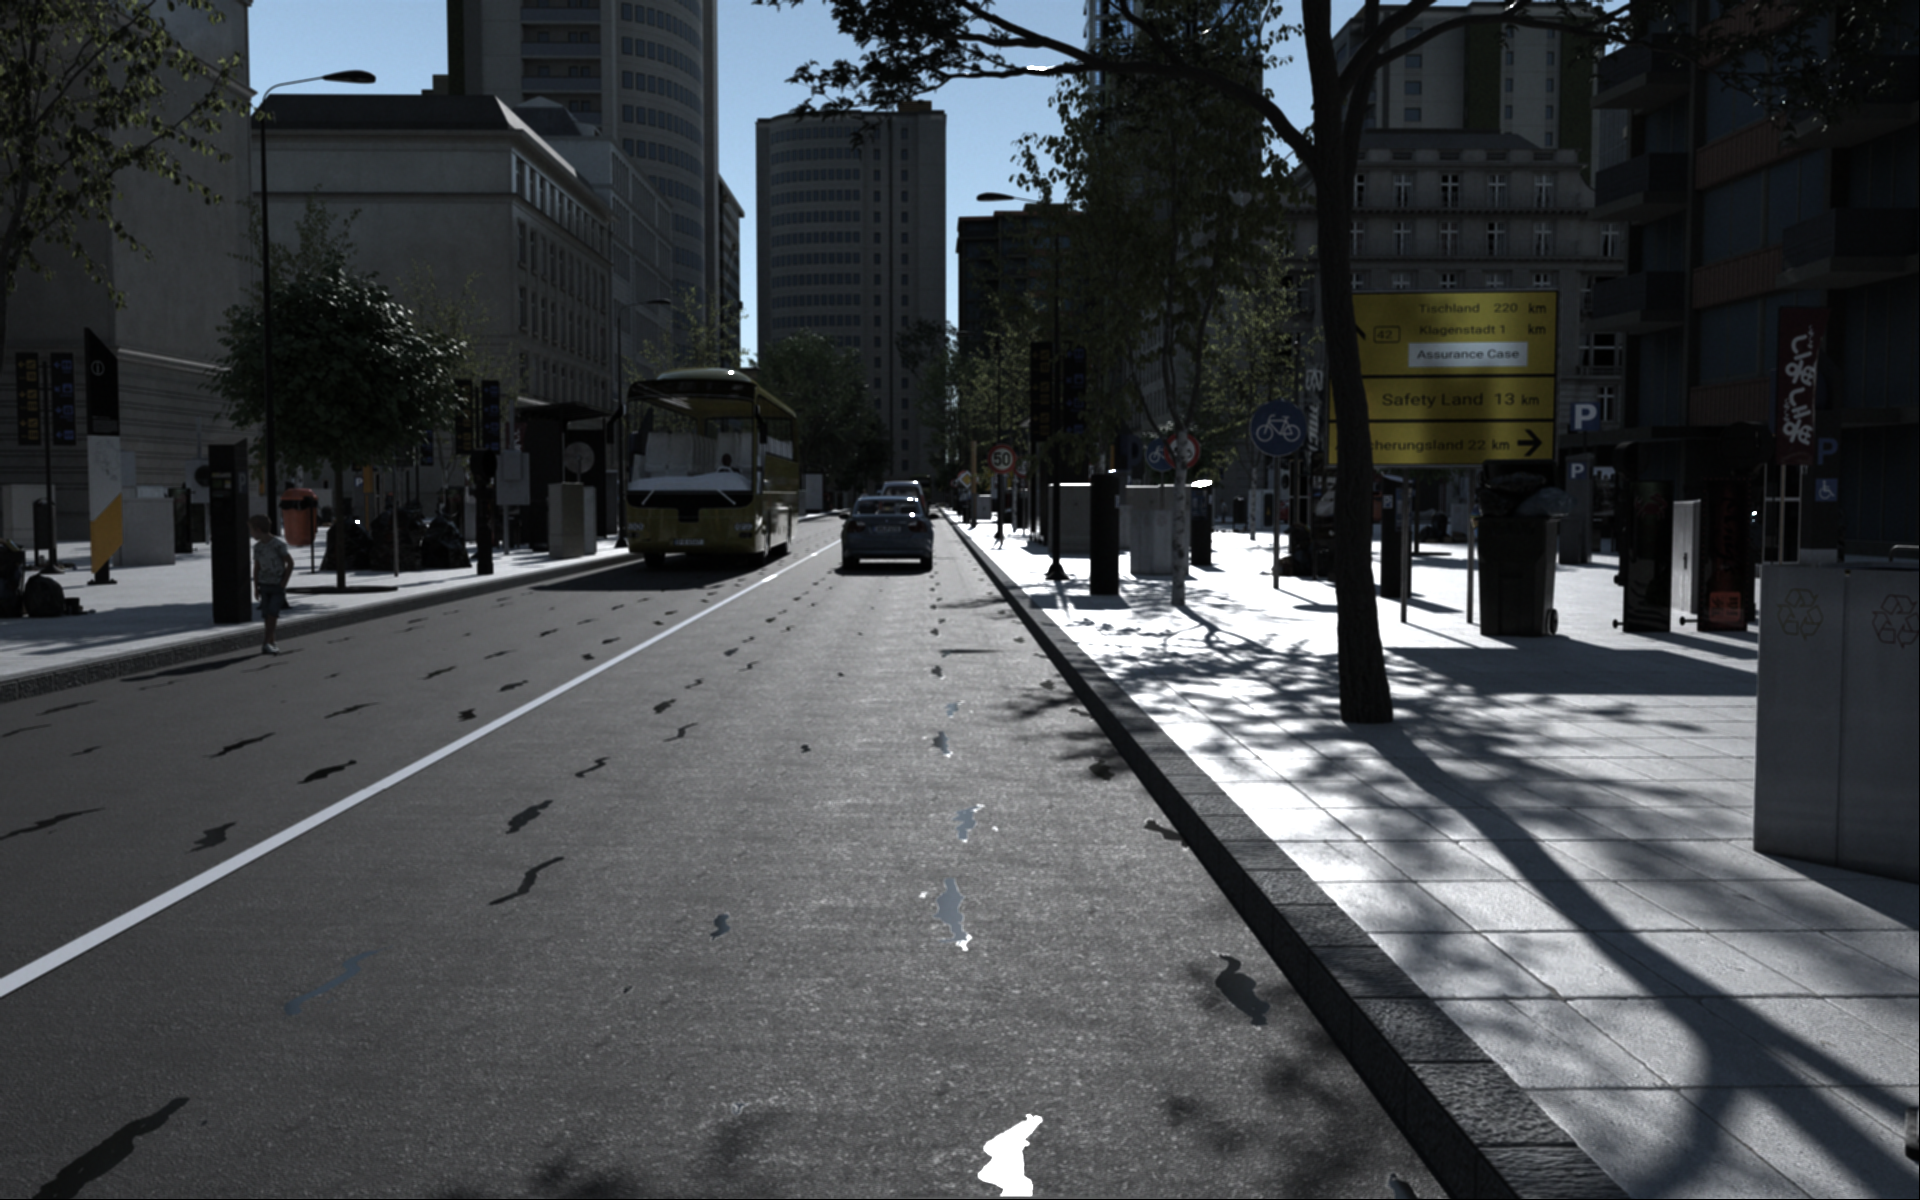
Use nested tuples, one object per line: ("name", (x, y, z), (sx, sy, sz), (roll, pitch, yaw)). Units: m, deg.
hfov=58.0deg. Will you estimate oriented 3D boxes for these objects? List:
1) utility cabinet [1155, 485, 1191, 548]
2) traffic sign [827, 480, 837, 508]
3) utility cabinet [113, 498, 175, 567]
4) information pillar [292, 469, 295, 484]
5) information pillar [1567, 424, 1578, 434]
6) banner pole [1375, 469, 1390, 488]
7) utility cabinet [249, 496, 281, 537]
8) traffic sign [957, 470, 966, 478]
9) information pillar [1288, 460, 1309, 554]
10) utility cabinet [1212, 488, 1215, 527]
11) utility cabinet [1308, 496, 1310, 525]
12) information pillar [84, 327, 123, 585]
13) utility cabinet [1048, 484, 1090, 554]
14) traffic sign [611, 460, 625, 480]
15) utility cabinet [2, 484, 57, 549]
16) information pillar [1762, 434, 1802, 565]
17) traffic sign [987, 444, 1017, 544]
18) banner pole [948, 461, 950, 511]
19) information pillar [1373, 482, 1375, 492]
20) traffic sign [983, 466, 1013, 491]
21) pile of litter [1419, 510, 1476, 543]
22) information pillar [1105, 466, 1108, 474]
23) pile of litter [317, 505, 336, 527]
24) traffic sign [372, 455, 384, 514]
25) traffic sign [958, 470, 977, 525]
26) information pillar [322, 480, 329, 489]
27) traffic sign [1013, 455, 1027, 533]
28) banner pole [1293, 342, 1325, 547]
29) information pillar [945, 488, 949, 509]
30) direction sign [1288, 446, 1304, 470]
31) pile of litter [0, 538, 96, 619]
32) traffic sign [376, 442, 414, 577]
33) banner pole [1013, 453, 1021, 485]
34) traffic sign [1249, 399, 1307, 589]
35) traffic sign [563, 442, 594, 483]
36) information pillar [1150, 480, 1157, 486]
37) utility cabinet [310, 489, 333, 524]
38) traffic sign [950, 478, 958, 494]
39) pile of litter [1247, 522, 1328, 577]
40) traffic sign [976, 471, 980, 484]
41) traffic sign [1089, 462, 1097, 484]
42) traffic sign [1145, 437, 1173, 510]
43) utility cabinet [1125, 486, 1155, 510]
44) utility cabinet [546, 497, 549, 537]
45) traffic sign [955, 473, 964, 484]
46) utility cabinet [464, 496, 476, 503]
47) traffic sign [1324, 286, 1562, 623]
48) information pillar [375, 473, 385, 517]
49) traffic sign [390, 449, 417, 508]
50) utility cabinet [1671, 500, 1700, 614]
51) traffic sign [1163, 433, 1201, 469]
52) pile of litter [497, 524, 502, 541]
("utility cabinet", (5.274, -1.968, 40.852), (1.173, 1.500, 0.318), (1, 4, 11))
("traffic sign", (-10.251, -8.508, 139.106), (0.884, 2.594, 0.081), (0, 4, 4))
("utility cabinet", (-14.657, -1.218, 31.077), (0.306, 1.237, 1.020), (3, 4, 36))
("information pillar", (-34.640, -6.033, 89.998), (0.183, 3.616, 0.504), (-1, 4, -14))
("information pillar", (20.472, -4.063, 57.790), (0.504, 3.616, 0.183), (0, 4, 1))
("banner pole", (34.381, -9.255, 141.334), (0.401, 3.779, 0.863), (-3, 5, -42))
("utility cabinet", (-21.111, -2.524, 52.426), (1.020, 1.237, 0.306), (-1, 4, -18))
("traffic sign", (0.238, -5.673, 92.855), (0.768, 2.556, 0.104), (0, 3, 0))
("information pillar", (7.266, -1.998, 37.161), (0.304, 2.012, 0.304), (-2, 4, -31))
("utility cabinet", (9.132, -3.513, 66.119), (1.173, 1.500, 0.318), (2, 4, 29))
("utility cabinet", (14.347, -3.511, 68.571), (1.020, 1.237, 0.306), (0, 4, 8))
("information pillar", (-12.162, -2.033, 24.590), (0.183, 3.616, 0.504), (2, 4, 24))
("utility cabinet", (2.460, -1.733, 37.017), (1.173, 1.500, 0.318), (2, 4, 32))
("traffic sign", (-12.568, -3.929, 64.349), (0.768, 2.556, 0.104), (0, 4, -1))
("utility cabinet", (-21.408, -1.905, 39.833), (0.318, 1.500, 1.173), (1, 4, 21))
("information pillar", (10.063, -1.022, 21.202), (0.304, 2.012, 0.304), (-1, 4, -19))
("traffic sign", (1.064, -2.687, 44.030), (0.768, 2.556, 0.104), (0, 4, -1))
("banner pole", (-0.823, -8.552, 129.849), (0.401, 3.779, 0.863), (0, 4, 7))
("information pillar", (13.490, -4.035, 57.334), (0.504, 3.616, 0.183), (0, 4, 0))
("traffic sign", (2.836, -8.144, 127.023), (2.265, 3.308, 0.079), (0, 4, 5))
("pile of litter", (12.788, -1.929, 45.510), (1.719, 0.858, 1.176), (0, 4, -7))
("information pillar", (11.613, -8.930, 137.354), (0.183, 3.616, 0.504), (-2, 4, -30))
("pile of litter", (-24.677, -3.290, 67.764), (1.719, 0.858, 1.176), (-1, 4, -17))
("traffic sign", (-11.294, -2.061, 33.801), (0.768, 2.556, 0.104), (0, 4, 4))
("traffic sign", (0.302, -4.193, 72.204), (0.795, 2.450, 0.064), (0, 4, -1))
("information pillar", (-32.777, -5.200, 89.511), (0.304, 2.012, 0.304), (-2, 4, -25))
("traffic sign", (2.082, -3.439, 56.335), (0.768, 2.556, 0.104), (0, 3, 0))
("banner pole", (5.752, -2.369, 28.754), (0.863, 3.779, 0.401), (-2, 4, -32))
("information pillar", (-1.105, -9.053, 152.500), (0.304, 2.012, 0.304), (1, 4, 12))
("direction sign", (16.042, -5.526, 82.345), (0.876, 3.537, 0.379), (1, 4, 11))
("pile of litter", (-10.074, -0.257, 18.162), (1.719, 0.858, 1.176), (-1, 4, -13))
("traffic sign", (-8.760, -1.512, 26.856), (0.606, 2.300, 0.079), (0, 4, 2))
("banner pole", (3.095, -6.309, 93.168), (0.401, 3.779, 0.863), (3, 5, 41))
("traffic sign", (4.294, -1.428, 23.450), (0.768, 2.556, 0.104), (0, 4, 4))
("traffic sign", (-9.333, -2.587, 42.399), (0.768, 2.556, 0.104), (0, 4, 0))
("information pillar", (10.410, -5.426, 93.204), (0.304, 2.012, 0.304), (-2, 4, -25))
("utility cabinet", (-26.851, -3.891, 72.302), (1.173, 1.500, 0.318), (-2, 4, -33))
("traffic sign", (-0.413, -8.503, 139.124), (0.768, 2.556, 0.104), (0, 4, 3))
("pile of litter", (5.427, -0.816, 27.300), (1.719, 0.858, 1.176), (3, 4, 38))
("traffic sign", (0.767, -5.470, 89.433), (0.884, 2.594, 0.081), (0, 4, 2))
("traffic sign", (5.153, -4.202, 68.808), (0.768, 2.556, 0.104), (0, 4, 7))
("traffic sign", (4.528, -2.366, 38.792), (0.768, 2.556, 0.104), (0, 4, 6))
("utility cabinet", (5.133, -2.369, 47.411), (1.173, 1.500, 0.318), (0, 4, -2))
("utility cabinet", (-9.501, -1.885, 41.980), (1.020, 1.237, 0.306), (1, 4, 15))
("traffic sign", (0.150, -4.682, 80.187), (0.795, 2.450, 0.064), (0, 4, -1))
("utility cabinet", (-19.628, -3.581, 69.711), (1.020, 1.237, 0.306), (1, 4, 14))
("traffic sign", (4.759, -1.426, 17.184), (2.265, 3.308, 0.079), (0, 4, 6))
("information pillar", (-20.466, -3.463, 61.113), (0.304, 2.012, 0.304), (-1, 4, -15))
("traffic sign", (-12.729, -2.403, 39.397), (0.768, 2.556, 0.104), (1, 4, 8))
("utility cabinet", (8.069, -0.481, 19.028), (0.306, 1.237, 1.020), (1, 4, 11))
("traffic sign", (4.563, -2.178, 35.710), (0.768, 2.556, 0.104), (0, 4, 1))
("pile of litter", (-12.704, -2.102, 48.325), (1.176, 0.858, 1.719), (0, 4, 3))
